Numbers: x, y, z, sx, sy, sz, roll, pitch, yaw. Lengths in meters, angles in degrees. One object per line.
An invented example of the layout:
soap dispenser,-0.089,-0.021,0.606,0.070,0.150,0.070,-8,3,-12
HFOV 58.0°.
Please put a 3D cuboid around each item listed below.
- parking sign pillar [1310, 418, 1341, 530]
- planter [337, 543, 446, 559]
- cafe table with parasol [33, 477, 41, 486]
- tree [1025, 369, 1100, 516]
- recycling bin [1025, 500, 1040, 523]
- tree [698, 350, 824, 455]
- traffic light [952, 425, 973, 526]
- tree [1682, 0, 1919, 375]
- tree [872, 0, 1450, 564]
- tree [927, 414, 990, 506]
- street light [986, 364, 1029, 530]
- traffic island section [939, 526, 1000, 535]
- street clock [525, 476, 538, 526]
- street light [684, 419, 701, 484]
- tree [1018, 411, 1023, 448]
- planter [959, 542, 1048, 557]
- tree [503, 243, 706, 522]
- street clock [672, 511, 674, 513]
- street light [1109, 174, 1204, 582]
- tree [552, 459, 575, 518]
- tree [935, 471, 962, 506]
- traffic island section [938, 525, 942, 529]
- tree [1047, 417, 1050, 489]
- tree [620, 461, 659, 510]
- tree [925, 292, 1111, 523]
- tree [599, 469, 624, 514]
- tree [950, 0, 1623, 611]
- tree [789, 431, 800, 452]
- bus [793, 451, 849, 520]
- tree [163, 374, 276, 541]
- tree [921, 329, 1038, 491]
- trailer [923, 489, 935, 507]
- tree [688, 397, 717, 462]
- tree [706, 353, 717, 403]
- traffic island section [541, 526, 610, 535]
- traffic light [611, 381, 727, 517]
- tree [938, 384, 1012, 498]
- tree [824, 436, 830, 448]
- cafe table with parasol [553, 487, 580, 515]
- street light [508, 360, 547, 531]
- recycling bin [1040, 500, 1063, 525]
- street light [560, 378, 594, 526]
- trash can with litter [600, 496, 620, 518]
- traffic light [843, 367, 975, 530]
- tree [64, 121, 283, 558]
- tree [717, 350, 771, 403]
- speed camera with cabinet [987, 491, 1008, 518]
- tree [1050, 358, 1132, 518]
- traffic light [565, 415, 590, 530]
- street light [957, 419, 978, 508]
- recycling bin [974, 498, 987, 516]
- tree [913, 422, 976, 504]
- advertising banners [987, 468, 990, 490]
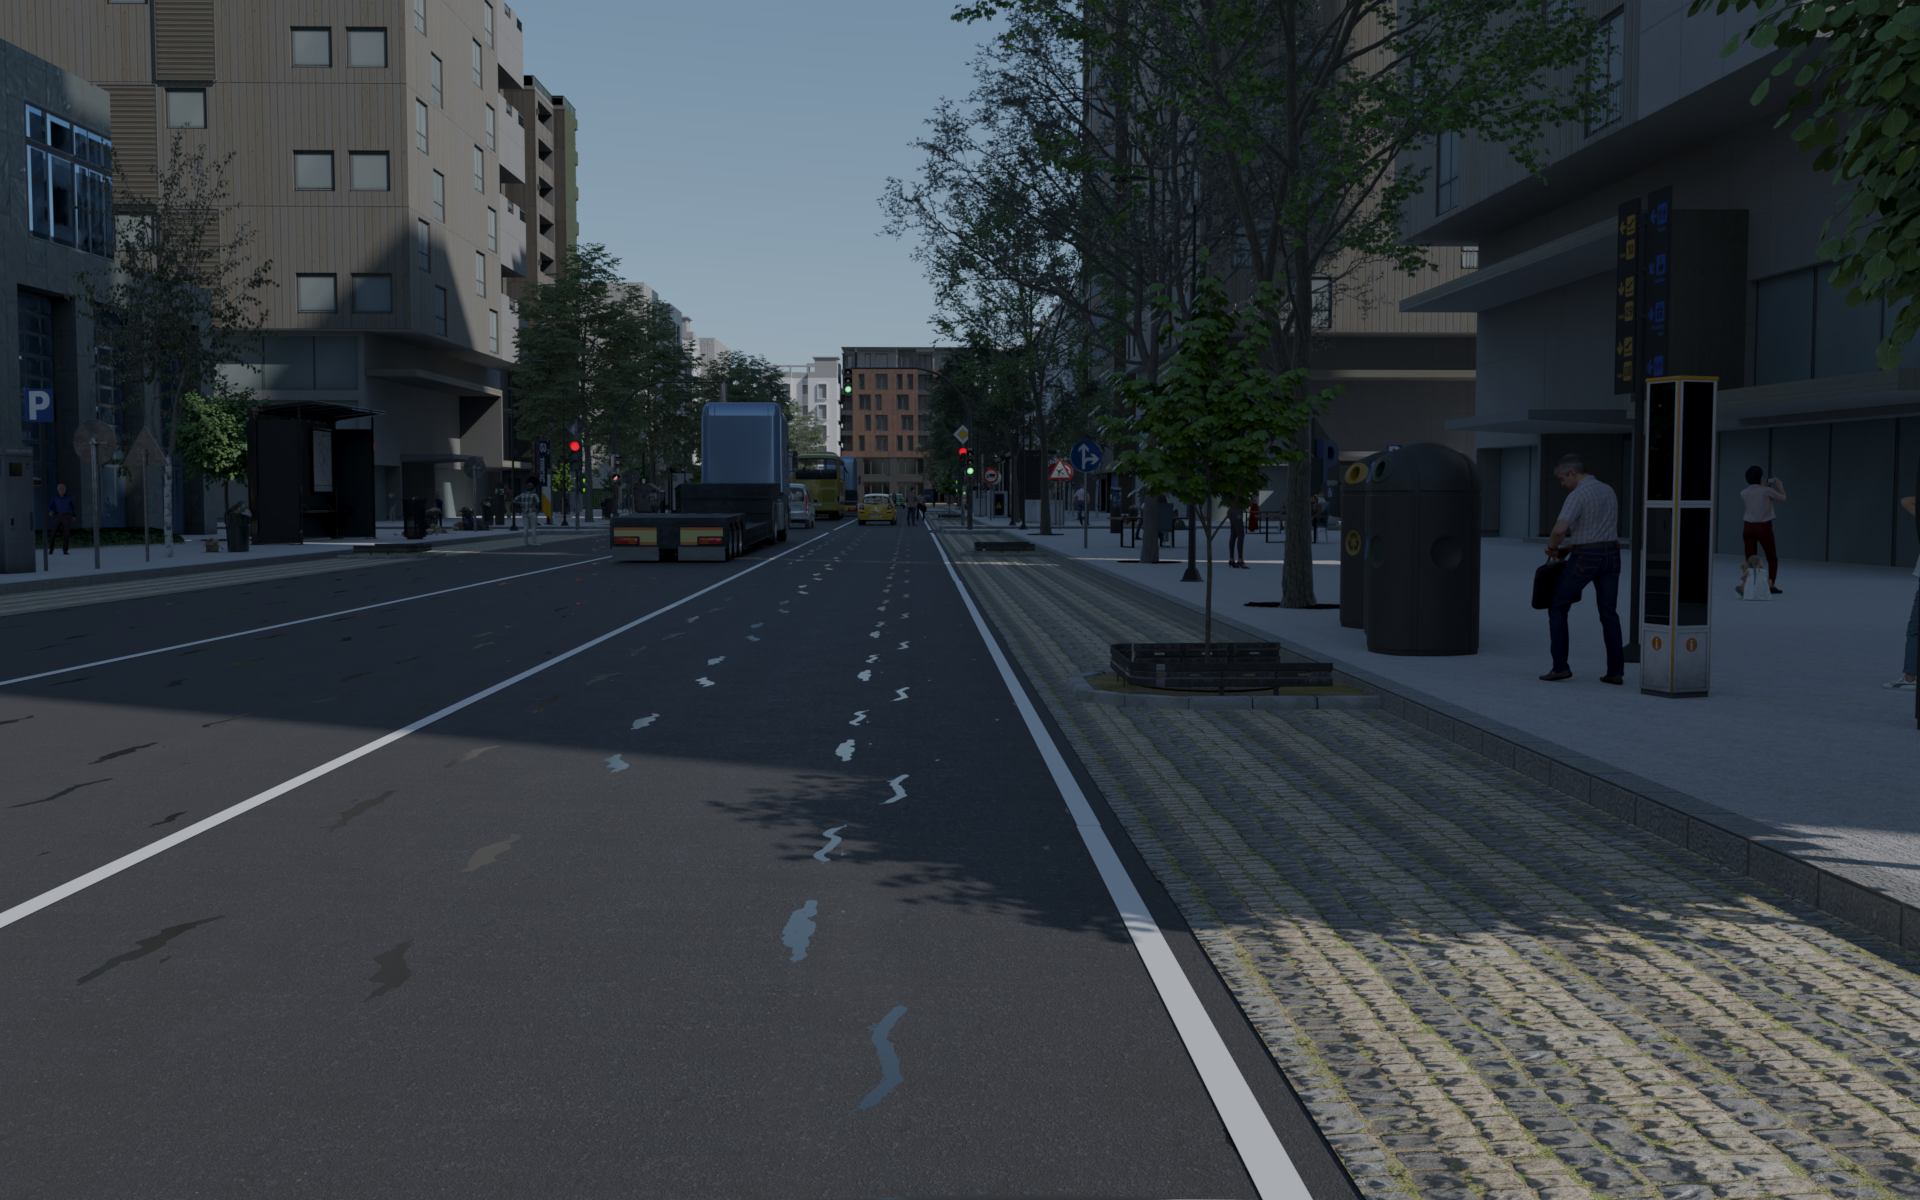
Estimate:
parking sign pillar,12.987,-4.472,61.588,1.447,3.967,1.447,3,5,42
planter,-12.714,-1.093,39.006,1.991,0.319,1.994,0,4,-2
cafe table with parasol,-17.849,-1.595,30.951,2.610,1.966,2.610,-1,4,-15
tree,6.725,-9.296,102.353,4.737,8.622,4.395,0,3,0
recycling bin,3.165,-3.914,76.546,0.722,1.027,0.722,1,4,14
tree,-19.004,-15.170,154.679,9.857,13.997,8.962,0,3,0
traffic light,0.100,-4.969,70.162,0.839,4.253,0.868,0,4,-2
tree,3.986,-1.326,5.387,4.285,4.588,4.351,0,3,0
tree,3.676,-7.430,31.844,12.009,13.543,11.850,0,3,0
tree,0.205,-16.048,180.506,7.486,12.596,7.792,0,3,0
street light,1.749,-5.484,62.207,1.470,5.913,1.316,0,4,-2
traffic island section,0.367,-2.447,62.295,2.009,0.180,2.903,0,4,-2
street clock,-17.182,-3.969,69.468,0.471,2.002,0.358,-3,4,-37
street light,-16.402,-8.201,106.621,1.470,5.913,1.316,0,4,-2
tree,5.905,-10.263,118.162,4.737,8.622,4.395,0,3,0
planter,0.987,-1.171,40.289,1.991,0.319,1.994,0,4,-2
tree,-17.118,-9.802,78.386,7.486,12.596,7.792,0,3,0
street clock,-19.298,-6.855,116.645,0.358,2.002,0.471,1,4,15
street light,2.862,-3.223,25.244,1.470,5.913,1.316,0,4,-2
tree,-21.794,-6.134,94.884,1.663,3.219,1.824,0,3,0
tree,-1.184,-12.918,194.929,4.285,4.588,4.351,0,3,0
traffic island section,0.140,-2.936,70.277,2.009,0.180,2.903,0,4,-2
tree,6.892,-9.729,109.424,4.360,8.622,3.978,0,3,0
tree,-26.536,-9.751,143.141,4.285,4.588,4.351,0,3,0
tree,2.603,-8.784,78.023,8.767,10.594,7.601,0,4,1
tree,-22.878,-7.282,113.669,1.663,3.219,1.824,0,3,0
tree,3.641,-5.716,19.206,9.928,11.665,9.643,0,3,0
tree,-20.543,-15.494,203.687,4.737,8.622,4.395,0,3,0
bus,-7.945,-6.570,98.963,2.896,3.916,12.252,0,4,-2
tree,-20.238,-3.921,47.817,4.285,4.588,4.351,0,3,0
tree,1.668,-13.912,134.118,9.857,13.997,8.962,0,3,0
trailer,-3.422,-11.079,188.188,1.471,1.999,3.904,0,4,-2
tree,-18.574,-10.938,129.202,4.360,8.622,3.978,0,3,0
tree,-18.313,-11.175,100.832,7.486,12.596,7.792,0,3,0
traffic island section,-13.689,-2.423,61.902,2.009,0.180,2.903,0,4,-2
traffic light,-11.787,-5.821,69.845,4.771,5.953,1.251,0,4,-2
tree,0.989,-9.899,112.210,4.360,8.622,3.978,0,3,0
tree,-21.286,-19.240,221.221,9.857,13.997,8.962,0,3,0
cafe table with parasol,-24.600,-6.306,107.969,2.610,1.966,2.610,-3,5,-45
street light,-15.017,-5.364,60.248,1.470,5.913,1.316,0,4,-2
recycling bin,3.892,-3.644,72.141,0.722,1.027,0.722,-1,4,-11
street light,-15.377,-5.936,69.599,1.470,5.913,1.316,0,4,-2
trash can with litter,-18.124,-4.803,89.917,1.055,1.170,0.624,0,4,4
traffic light,-1.762,-5.340,61.979,4.771,5.953,1.251,0,4,-2
tree,-16.006,-5.178,35.031,4.360,8.622,3.978,0,3,0
tree,-18.540,-13.378,136.863,7.486,12.596,7.792,0,3,0
speed camera with cabinet,2.498,-6.035,93.010,2.038,3.252,0.660,-1,4,-21
tree,7.209,-8.648,91.751,4.360,8.622,3.978,0,3,0
traffic light,-13.649,-4.456,61.768,0.839,4.253,0.868,0,4,-2
street light,0.543,-8.224,107.001,1.470,5.913,1.316,0,4,-2
recycling bin,1.245,-5.358,100.163,0.722,1.027,0.722,1,4,18
tree,-1.167,-18.419,218.158,9.611,12.733,9.660,0,3,0
advertising banners,2.194,-7.433,117.714,0.090,3.025,2.074,1,4,21
